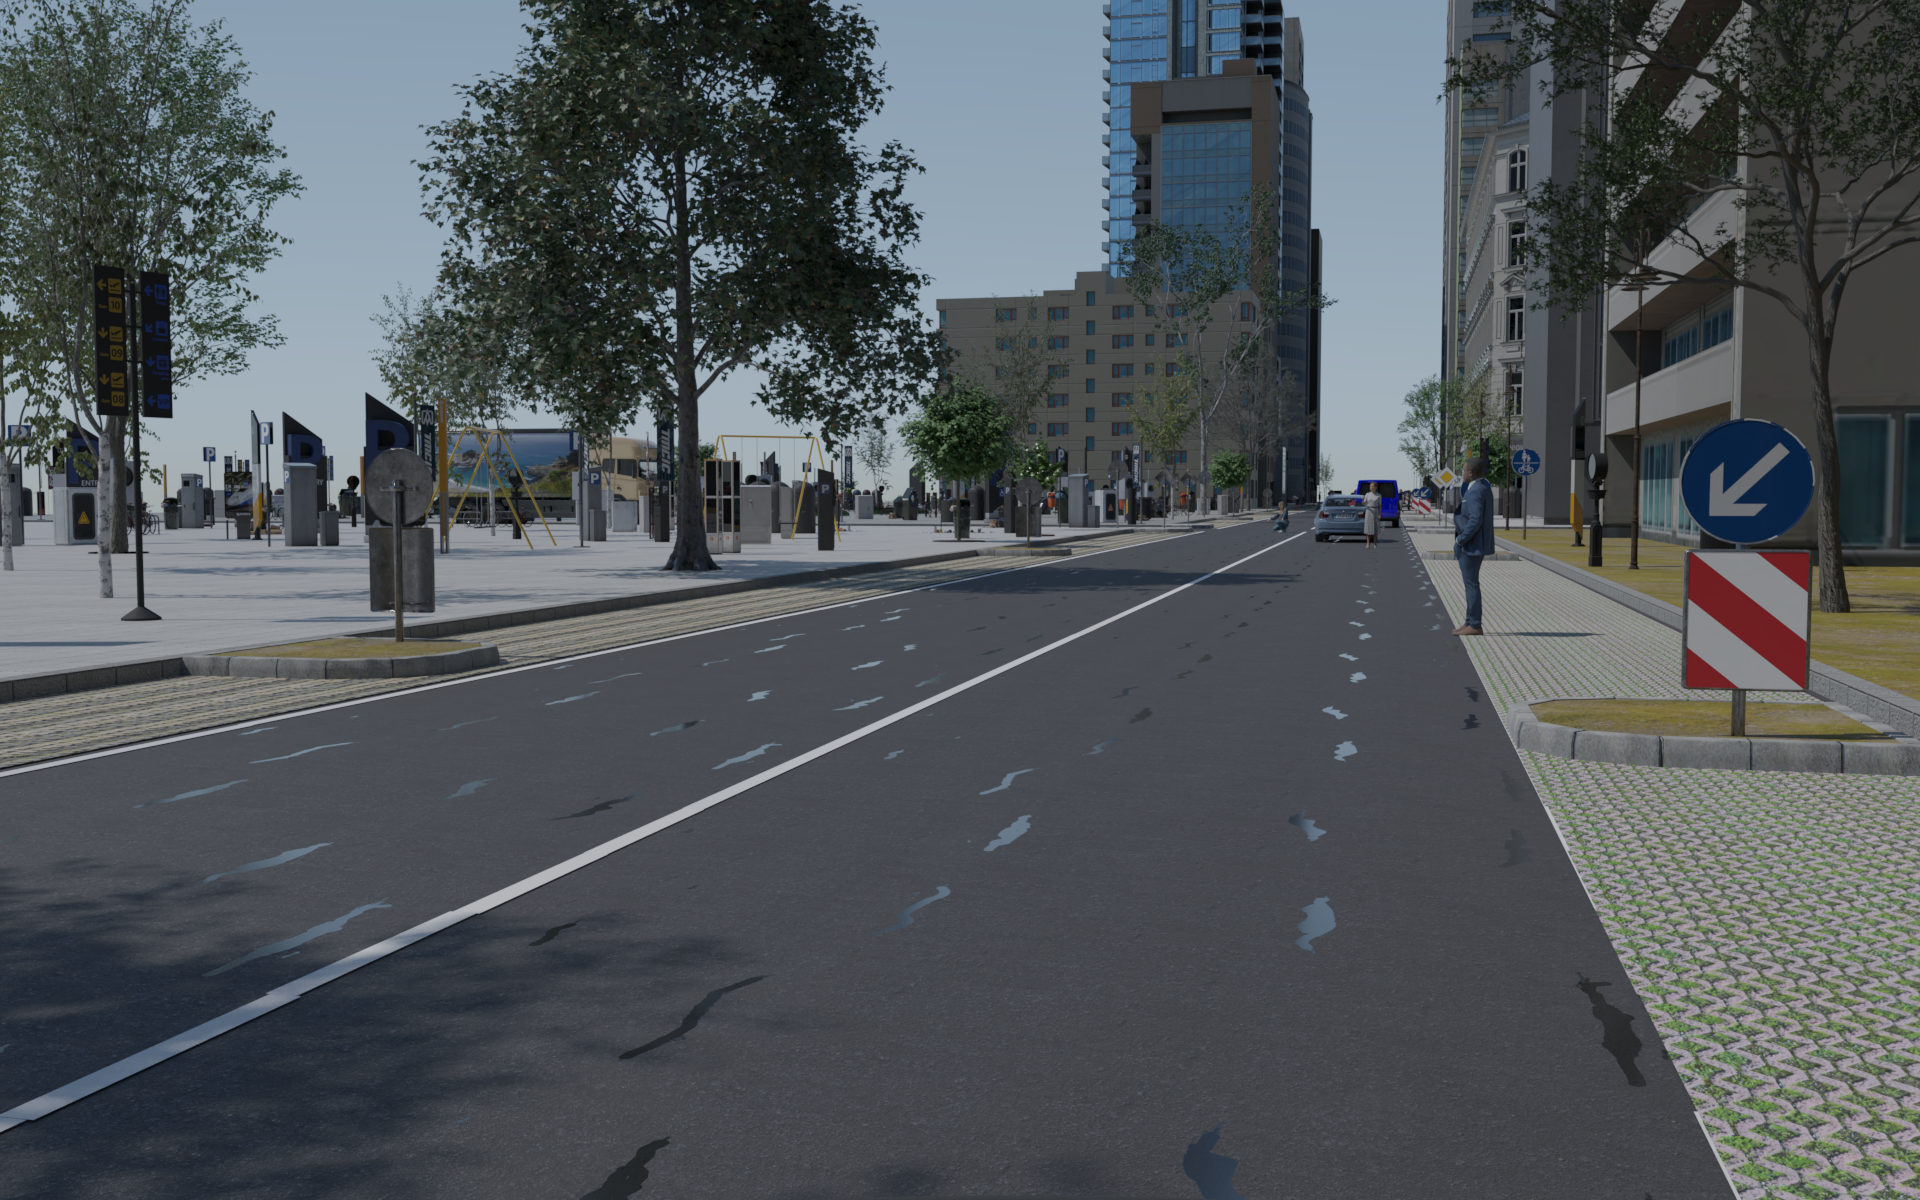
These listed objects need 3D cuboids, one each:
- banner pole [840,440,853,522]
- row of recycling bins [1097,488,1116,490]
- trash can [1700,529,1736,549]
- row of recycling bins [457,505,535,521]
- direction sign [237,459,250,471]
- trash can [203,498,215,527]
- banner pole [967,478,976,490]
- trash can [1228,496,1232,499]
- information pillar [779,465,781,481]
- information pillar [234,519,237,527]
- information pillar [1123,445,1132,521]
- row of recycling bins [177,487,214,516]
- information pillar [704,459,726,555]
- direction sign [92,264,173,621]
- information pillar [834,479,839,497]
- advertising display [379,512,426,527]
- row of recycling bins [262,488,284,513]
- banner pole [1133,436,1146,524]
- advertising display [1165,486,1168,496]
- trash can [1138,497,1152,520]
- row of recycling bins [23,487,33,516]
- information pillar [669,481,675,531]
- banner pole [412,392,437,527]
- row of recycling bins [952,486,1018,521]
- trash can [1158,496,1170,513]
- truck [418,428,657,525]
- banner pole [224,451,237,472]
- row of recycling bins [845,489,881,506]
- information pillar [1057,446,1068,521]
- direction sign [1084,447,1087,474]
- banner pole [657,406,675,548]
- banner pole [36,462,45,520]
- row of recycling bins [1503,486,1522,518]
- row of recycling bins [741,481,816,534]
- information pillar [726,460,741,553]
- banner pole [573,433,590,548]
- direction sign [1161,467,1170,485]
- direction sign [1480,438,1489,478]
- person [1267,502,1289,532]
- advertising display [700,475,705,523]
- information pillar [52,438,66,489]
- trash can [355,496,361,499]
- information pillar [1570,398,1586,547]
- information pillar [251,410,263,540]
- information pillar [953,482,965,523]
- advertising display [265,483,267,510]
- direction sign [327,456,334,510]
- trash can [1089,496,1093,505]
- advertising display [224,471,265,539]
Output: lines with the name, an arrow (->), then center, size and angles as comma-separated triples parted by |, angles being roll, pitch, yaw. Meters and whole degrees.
banner pole -> -5.196, -5.427, 78.752 | 0.863, 3.779, 0.401 | 3, 4, 36
row of recycling bins -> 10.673, -7.209, 124.987 | 1.069, 1.692, 3.534 | 2, 4, 24
trash can -> 11.110, -0.831, 25.241 | 0.748, 1.137, 0.748 | 0, 3, 0
row of recycling bins -> -21.746, -4.529, 81.155 | 3.534, 1.692, 1.069 | -1, 4, -11
direction sign -> -46.876, -7.425, 113.402 | 0.876, 3.537, 0.379 | 1, 4, 12
trash can -> -29.660, -3.456, 68.159 | 0.748, 1.137, 0.748 | 0, 3, 0
banner pole -> 0.787, -8.356, 126.640 | 0.863, 3.779, 0.401 | 0, 4, 7
trash can -> 18.536, -6.605, 119.650 | 0.748, 1.137, 0.748 | 0, 3, 0
information pillar -> -14.668, -9.085, 139.894 | 0.504, 3.616, 0.183 | 1, 4, 20
information pillar -> -27.787, -3.806, 66.725 | 0.304, 2.012, 0.304 | -1, 4, -9
information pillar -> 8.084, -5.626, 83.332 | 0.183, 3.616, 0.504 | -2, 4, -32
row of recycling bins -> -46.251, -5.971, 104.736 | 3.534, 1.692, 1.069 | 3, 5, 39
information pillar -> -5.207, -1.964, 36.606 | 0.304, 2.012, 0.304 | 1, 4, 10
direction sign -> -8.340, -1.562, 17.537 | 0.379, 3.537, 0.876 | 2, 4, 26
information pillar -> -6.093, -4.879, 84.267 | 0.304, 2.012, 0.304 | 1, 4, 19
advertising display -> -12.130, -1.985, 37.665 | 0.974, 1.923, 0.123 | -1, 4, -20
row of recycling bins -> -47.770, -6.931, 120.438 | 3.534, 1.692, 1.069 | -1, 4, -9
banner pole -> 7.668, -5.166, 74.476 | 0.401, 3.779, 0.863 | -2, 4, -31
advertising display -> 16.918, -8.364, 141.963 | 0.123, 1.923, 0.974 | 1, 4, 19
trash can -> 9.014, -4.447, 84.361 | 0.748, 1.137, 0.748 | 0, 3, 0
row of recycling bins -> -55.110, -5.695, 100.225 | 1.069, 1.692, 3.534 | 1, 4, 8
information pillar -> -10.247, -3.453, 60.944 | 0.304, 2.012, 0.304 | 1, 4, 19
banner pole -> -13.200, -3.217, 42.616 | 0.401, 3.779, 0.863 | 2, 4, 31
row of recycling bins -> 1.255, -4.702, 83.989 | 3.534, 1.692, 1.069 | 2, 4, 23
trash can -> 13.124, -6.107, 111.497 | 0.748, 1.137, 0.748 | 0, 3, 0
truck -> -17.816, -5.270, 75.084 | 11.283, 4.237, 2.839 | 1, 4, 14
banner pole -> -42.015, -6.724, 99.953 | 0.863, 3.779, 0.401 | -2, 4, -35
row of recycling bins -> -8.726, -8.963, 153.661 | 3.534, 1.692, 1.069 | -1, 4, -22
information pillar -> 4.962, -5.644, 83.628 | 0.504, 3.616, 0.183 | 0, 4, 7
direction sign -> 6.115, -5.641, 84.235 | 0.379, 3.537, 0.876 | 1, 4, 10
banner pole -> -6.763, -3.099, 40.682 | 0.863, 3.779, 0.401 | -3, 4, -36
banner pole -> -45.837, -5.892, 86.346 | 0.401, 3.779, 0.863 | -1, 4, -18
row of recycling bins -> 30.399, -5.186, 91.902 | 3.534, 1.692, 1.069 | -1, 4, -22
row of recycling bins -> -6.250, -3.056, 57.080 | 3.534, 1.692, 1.069 | 2, 4, 32
information pillar -> -4.954, -2.020, 37.521 | 0.304, 2.012, 0.304 | 2, 4, 28
banner pole -> -8.960, -3.135, 41.274 | 0.401, 3.779, 0.863 | -2, 4, -31
direction sign -> 17.482, -9.514, 147.546 | 0.876, 3.537, 0.379 | 3, 5, 39
direction sign -> 21.102, -4.757, 69.776 | 0.379, 3.537, 0.876 | 3, 5, 39
person -> 11.971, -3.099, 64.660 | 0.738, 1.151, 1.012 | -1, 4, -11
advertising display -> -8.508, -3.283, 58.896 | 0.974, 1.923, 0.123 | -1, 4, -20
information pillar -> -36.906, -4.872, 71.006 | 0.504, 3.616, 0.183 | 0, 4, -5
trash can -> -39.816, -6.311, 114.835 | 0.748, 1.137, 0.748 | 0, 3, 0
information pillar -> 15.055, -3.109, 42.181 | 0.504, 3.616, 0.183 | -3, 5, -42
information pillar -> -19.534, -3.470, 48.090 | 0.183, 3.616, 0.504 | -3, 5, -41
information pillar -> -0.053, -5.155, 75.631 | 0.504, 3.616, 0.183 | 0, 4, -7
advertising display -> -40.657, -5.872, 101.214 | 0.123, 1.923, 0.974 | -1, 4, -10
direction sign -> -37.170, -6.729, 102.016 | 0.876, 3.537, 0.379 | 2, 4, 33
trash can -> 8.999, -6.751, 122.032 | 0.748, 1.137, 0.748 | 0, 3, 0
advertising display -> -20.384, -2.693, 49.246 | 0.974, 1.923, 0.123 | -1, 4, -19
